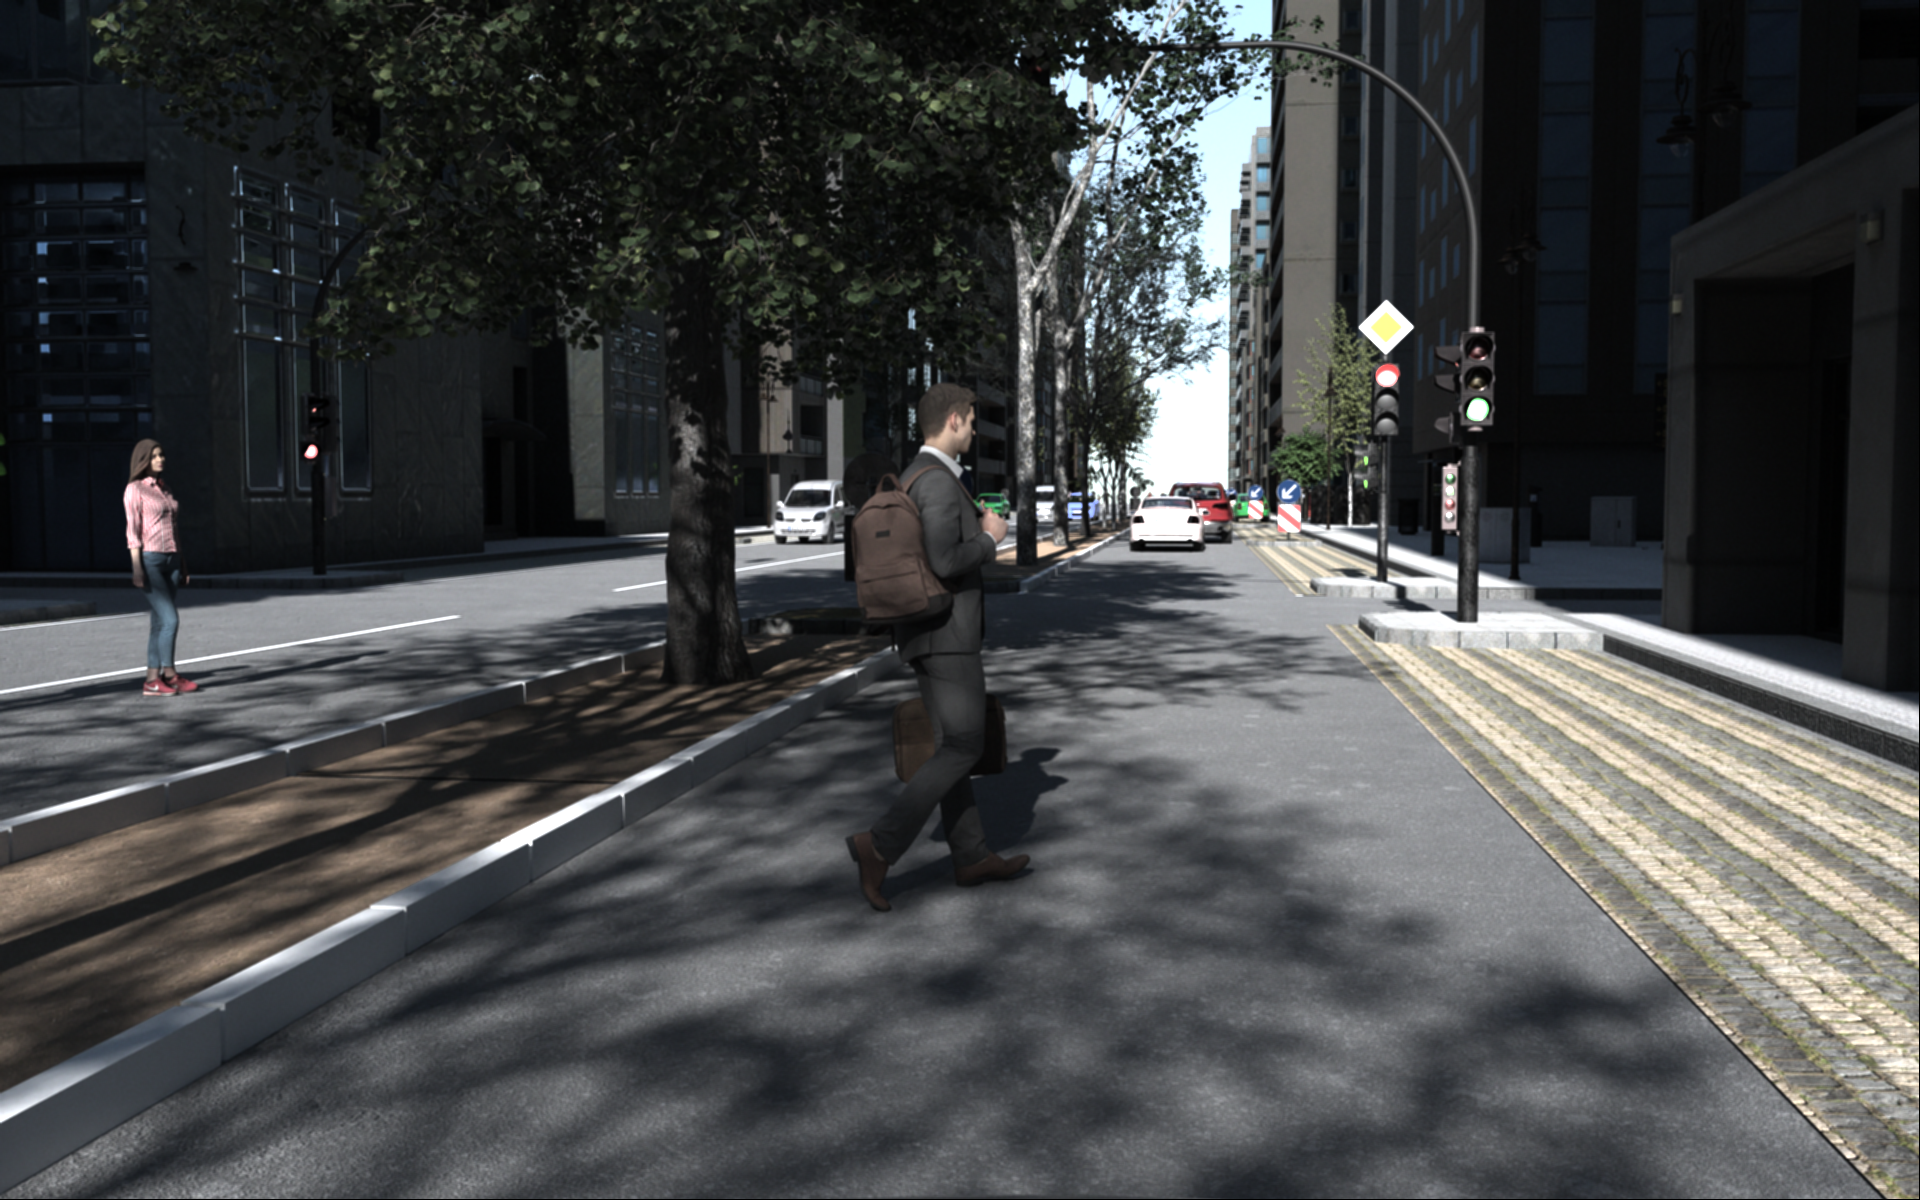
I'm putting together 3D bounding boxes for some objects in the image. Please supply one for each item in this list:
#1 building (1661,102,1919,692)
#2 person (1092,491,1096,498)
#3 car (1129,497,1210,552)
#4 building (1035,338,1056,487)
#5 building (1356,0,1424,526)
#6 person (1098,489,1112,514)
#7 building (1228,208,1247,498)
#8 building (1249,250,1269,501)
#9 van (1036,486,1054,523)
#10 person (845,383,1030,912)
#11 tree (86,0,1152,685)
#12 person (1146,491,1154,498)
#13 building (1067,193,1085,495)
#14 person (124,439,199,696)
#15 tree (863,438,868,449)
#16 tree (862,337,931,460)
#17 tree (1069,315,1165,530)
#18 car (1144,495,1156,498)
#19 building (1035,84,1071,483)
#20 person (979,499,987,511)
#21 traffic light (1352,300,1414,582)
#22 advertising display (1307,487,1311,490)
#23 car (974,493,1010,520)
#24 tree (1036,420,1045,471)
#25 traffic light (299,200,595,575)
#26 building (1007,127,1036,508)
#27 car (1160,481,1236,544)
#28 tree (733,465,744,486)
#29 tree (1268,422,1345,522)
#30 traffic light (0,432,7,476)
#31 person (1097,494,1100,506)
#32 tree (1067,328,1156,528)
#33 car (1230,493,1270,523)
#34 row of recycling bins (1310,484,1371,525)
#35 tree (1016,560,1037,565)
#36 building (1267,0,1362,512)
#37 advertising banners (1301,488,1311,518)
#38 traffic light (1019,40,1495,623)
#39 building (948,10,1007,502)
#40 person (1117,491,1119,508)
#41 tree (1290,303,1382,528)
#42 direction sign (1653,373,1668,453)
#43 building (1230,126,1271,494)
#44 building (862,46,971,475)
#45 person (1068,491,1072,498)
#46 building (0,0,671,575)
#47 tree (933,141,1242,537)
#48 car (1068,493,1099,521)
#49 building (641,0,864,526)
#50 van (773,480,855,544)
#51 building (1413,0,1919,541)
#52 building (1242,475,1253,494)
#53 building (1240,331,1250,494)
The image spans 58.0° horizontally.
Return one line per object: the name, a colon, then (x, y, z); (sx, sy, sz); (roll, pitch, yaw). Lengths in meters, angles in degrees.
building: (15.467, -34.537, 2.938); (20.563, 71.187, 20.611); (0, 4, 8)
person: (14.465, -11.058, 190.024); (1.217, 1.735, 0.721); (-3, 4, -37)
car: (5.373, -1.972, 44.612); (2.083, 1.381, 4.827); (1, 4, 9)
building: (-2.729, -21.790, 201.302); (27.650, 21.520, 28.899); (0, 4, 8)
building: (29.445, -32.909, 80.056); (21.231, 58.520, 28.212); (0, 4, 8)
person: (10.316, -6.973, 122.513); (1.348, 1.823, 0.705); (-2, 4, -27)
building: (45.713, -34.567, 248.763); (14.154, 41.232, 14.086); (0, 4, 8)
building: (37.280, -17.741, 135.097); (27.650, 21.520, 28.899); (0, 4, 8)
van: (4.208, -4.720, 84.186); (2.013, 2.044, 4.112); (1, 4, 9)
person: (-0.098, 0.138, 6.213); (0.822, 1.834, 0.622); (-2, 4, -29)
tree: (-1.931, -6.335, 12.693); (9.857, 13.997, 8.962); (0, 3, 0)
person: (25.526, -13.704, 232.501); (1.348, 1.831, 0.705); (-2, 4, -28)
building: (10.533, -36.620, 248.840); (14.600, 45.320, 14.200); (0, 4, 8)
person: (-5.708, -0.232, 12.309); (0.388, 1.821, 0.555); (0, 4, 1)
tree: (-5.756, -6.122, 83.810); (4.285, 4.588, 4.351); (0, 3, 0)
tree: (-3.917, -9.731, 93.522); (7.601, 10.594, 8.767); (0, 4, 1)
tree: (6.145, -7.089, 68.727); (4.360, 8.622, 3.978); (0, 3, 0)
car: (27.363, -14.408, 248.157); (1.945, 1.354, 3.894); (1, 4, 8)
building: (0.449, -39.128, 228.985); (28.713, 52.752, 27.495); (0, 4, 8)
person: (1.361, -4.818, 92.779); (0.738, 1.151, 1.012); (3, 4, 39)
traffic light: (6.150, -2.219, 25.201); (0.839, 4.253, 0.868); (0, 4, 8)
advertising display: (19.973, -5.760, 99.390); (0.123, 1.923, 0.974); (0, 4, 1)
car: (1.719, -5.349, 96.256); (1.959, 1.807, 4.718); (1, 4, 9)
tree: (6.705, -13.600, 172.724); (4.737, 8.622, 4.395); (0, 3, 0)
traffic light: (-8.077, -3.210, 27.159); (4.771, 5.953, 1.251); (0, 4, 8)
building: (-0.496, -29.302, 162.681); (14.154, 41.232, 14.086); (0, 4, 8)
car: (7.097, -2.633, 51.718); (2.281, 1.827, 5.304); (1, 4, 8)
tree: (-8.607, -4.027, 60.438); (1.663, 3.219, 1.824); (0, 3, 0)
tree: (15.746, -5.833, 79.076); (4.285, 4.588, 4.351); (0, 3, 0)
traffic light: (-11.244, -1.870, 19.495); (0.839, 4.253, 0.868); (0, 4, 8)
person: (13.211, -9.402, 165.477); (0.557, 1.426, 1.065); (1, 4, 10)
tree: (6.984, -7.727, 79.162); (4.737, 8.622, 4.395); (0, 3, 0)
car: (14.687, -4.825, 87.678); (1.959, 1.807, 4.718); (0, 4, 6)
row of recycling bins: (16.062, -4.046, 73.271); (1.069, 1.692, 3.534); (-2, 4, -26)
tree: (2.427, -10.689, 33.109); (12.611, 20.169, 13.585); (0, 3, 0)
building: (30.887, -29.720, 109.626); (21.300, 48.544, 21.600); (0, 4, 8)
advertising banners: (19.220, -6.022, 94.653); (2.074, 3.025, 0.090); (3, 5, 42)
traffic light: (2.984, -2.616, 17.431); (4.771, 5.953, 1.251); (0, 4, 8)
building: (-7.816, -31.845, 144.362); (21.300, 48.544, 21.600); (0, 4, 8)
person: (15.892, -10.099, 174.446); (0.721, 1.723, 1.217); (0, 4, 6)
tree: (14.806, -7.066, 65.887); (4.737, 8.622, 4.395); (0, 3, 0)
direction sign: (13.403, -2.467, 32.326); (0.876, 3.537, 0.379); (2, 4, 29)
building: (47.598, -37.078, 225.832); (23.786, 49.044, 30.456); (0, 4, 8)
building: (-12.103, -30.495, 118.205); (23.786, 49.044, 30.456); (0, 4, 8)
person: (11.256, -10.279, 177.224); (0.621, 1.740, 0.551); (1, 4, 11)
building: (-20.774, -44.586, 41.652); (22.319, 86.520, 31.000); (0, 4, 8)
tree: (4.229, -8.903, 58.393); (12.009, 13.543, 11.850); (0, 3, 0)
car: (6.460, -5.056, 92.256); (1.945, 1.707, 3.694); (1, 4, 10)
building: (-12.191, -23.794, 72.634); (14.154, 41.232, 14.086); (0, 4, 8)
van: (-4.248, -2.679, 50.814); (2.013, 2.044, 4.112); (1, 4, 9)
building: (21.878, -24.584, 52.068); (14.600, 45.320, 14.200); (0, 4, 8)
building: (42.770, -28.657, 160.419); (32.217, 40.220, 23.993); (0, 4, 8)
building: (46.127, -21.465, 195.986); (27.650, 21.520, 28.899); (0, 4, 8)
